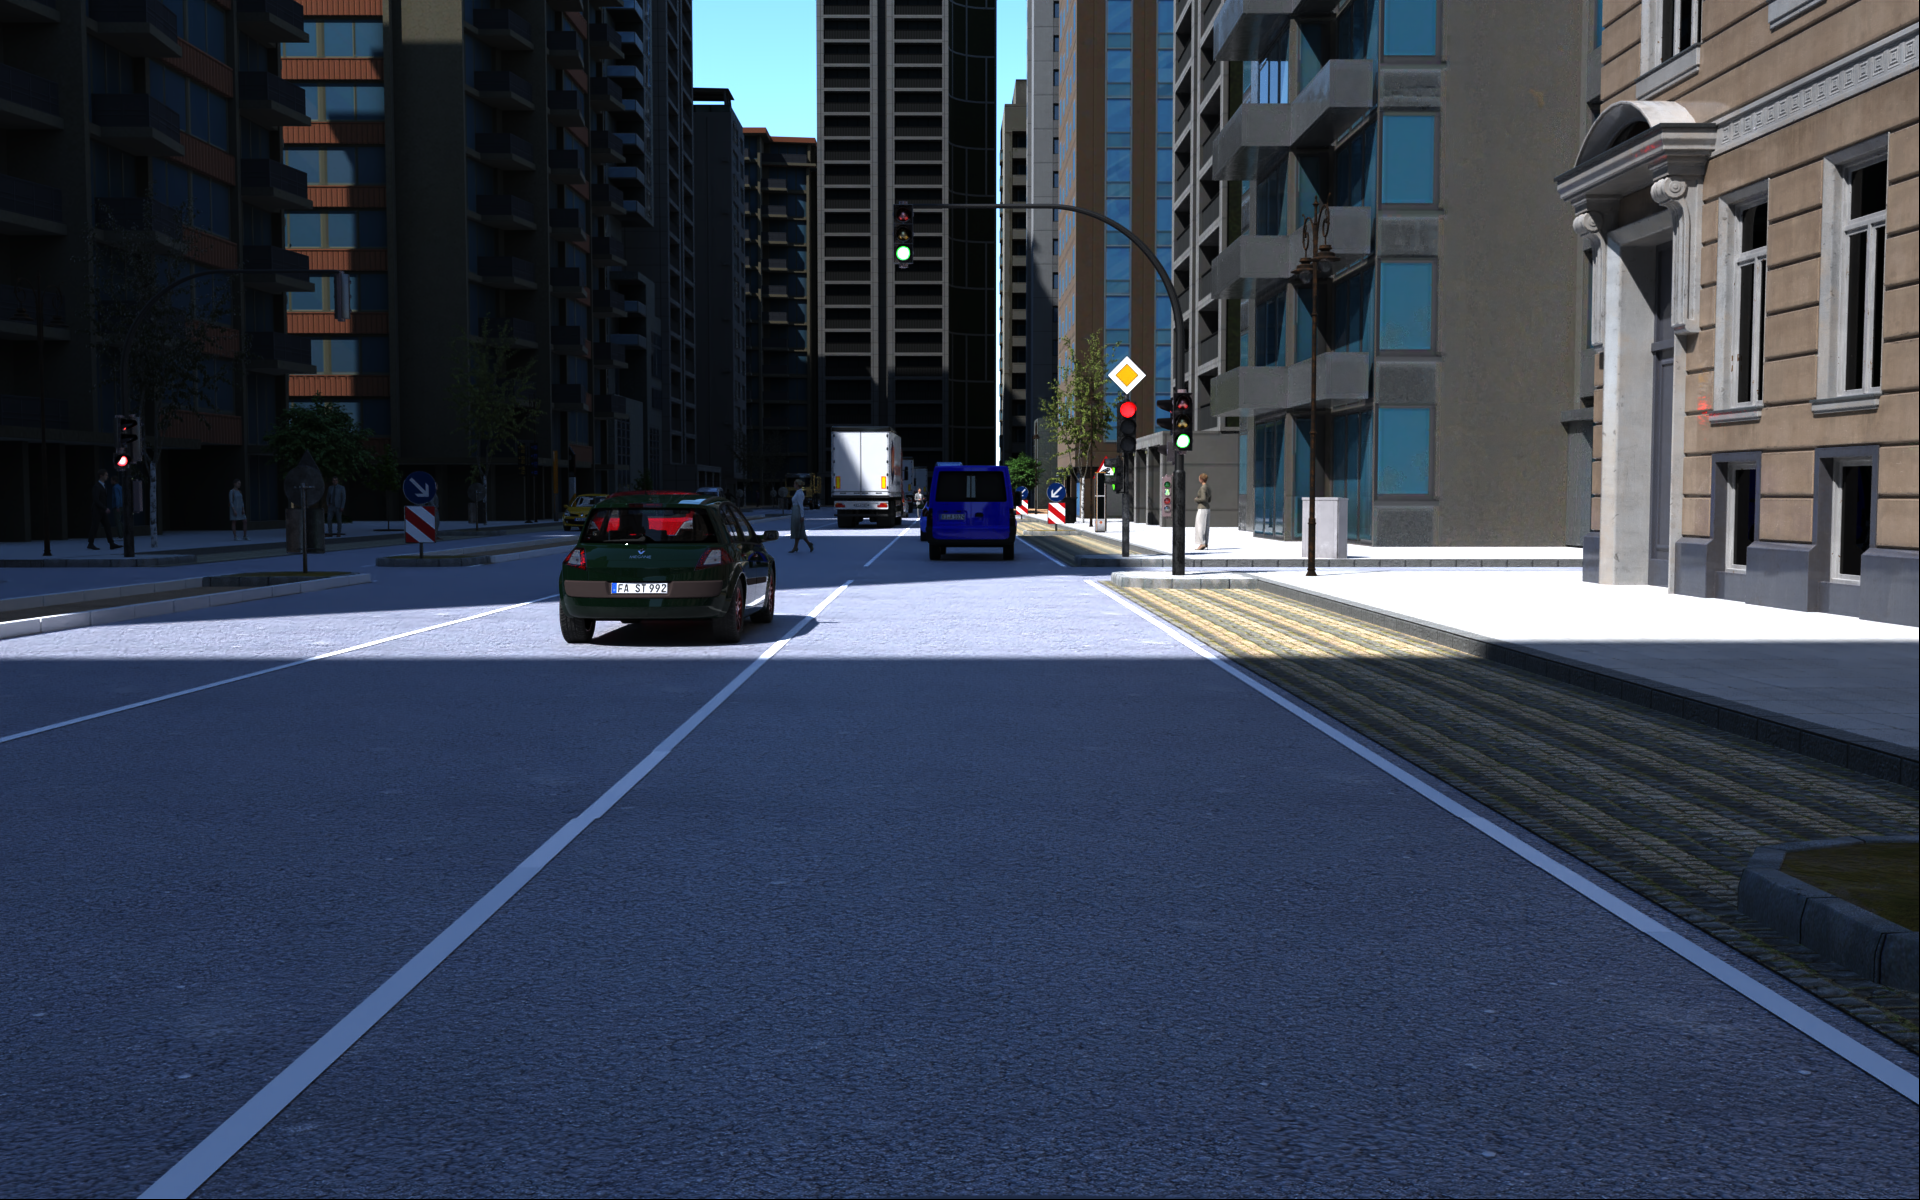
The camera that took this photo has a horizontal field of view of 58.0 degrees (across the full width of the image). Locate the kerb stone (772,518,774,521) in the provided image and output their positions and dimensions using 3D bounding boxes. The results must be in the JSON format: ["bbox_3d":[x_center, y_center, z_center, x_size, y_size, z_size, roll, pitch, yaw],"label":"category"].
[{"bbox_3d":[-10.116,-4.245,91.702,0.120,0.150,1.000,0,4,0],"label":"kerb stone"}]

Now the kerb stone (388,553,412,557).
[{"bbox_3d":[-11.781,-0.866,36.356,0.120,0.150,1.000,0,4,0],"label":"kerb stone"}]

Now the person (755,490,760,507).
[{"bbox_3d":[-20.427,-10.265,174.802,0.541,1.710,0.530,-3,5,-40],"label":"person"}]

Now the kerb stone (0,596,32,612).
[{"bbox_3d":[-11.665,0.050,21.419,0.120,0.150,1.000,0,4,0],"label":"kerb stone"}]

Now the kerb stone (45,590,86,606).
[{"bbox_3d":[-11.668,-0.013,22.444,0.120,0.150,1.000,0,4,0],"label":"kerb stone"}]

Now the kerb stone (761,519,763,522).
[{"bbox_3d":[-10.079,-3.938,86.582,0.120,0.150,1.000,0,4,0],"label":"kerb stone"}]

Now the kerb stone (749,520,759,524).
[{"bbox_3d":[-10.064,-3.813,84.530,0.120,0.150,1.000,0,4,0],"label":"kerb stone"}]

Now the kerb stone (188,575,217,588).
[{"bbox_3d":[-11.704,-0.266,26.544,0.120,0.150,1.000,0,4,0],"label":"kerb stone"}]

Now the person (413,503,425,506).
[{"bbox_3d":[-20.242,-3.588,65.189,0.782,1.767,0.515,-1,4,-9],"label":"person"}]

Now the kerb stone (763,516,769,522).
[{"bbox_3d":[-10.107,-4.126,89.657,0.120,0.150,1.000,0,4,0],"label":"kerb stone"}]

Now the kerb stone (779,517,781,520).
[{"bbox_3d":[-10.154,-4.498,95.805,0.120,0.150,1.000,0,4,0],"label":"kerb stone"}]

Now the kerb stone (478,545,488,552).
[{"bbox_3d":[-11.836,-1.243,42.520,0.120,0.150,1.000,0,4,0],"label":"kerb stone"}]

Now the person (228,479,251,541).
[{"bbox_3d":[-19.905,-2.486,47.691,0.522,1.701,0.512,1,4,18],"label":"person"}]

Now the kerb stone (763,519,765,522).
[{"bbox_3d":[-10.089,-3.997,87.605,0.120,0.150,1.000,0,4,0],"label":"kerb stone"}]

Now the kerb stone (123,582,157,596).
[{"bbox_3d":[-11.688,-0.141,24.494,0.120,0.150,1.000,0,4,0],"label":"kerb stone"}]

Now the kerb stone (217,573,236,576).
[{"bbox_3d":[-11.710,-0.328,27.566,0.120,0.150,1.000,0,4,0],"label":"kerb stone"}]

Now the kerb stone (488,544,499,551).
[{"bbox_3d":[-11.835,-1.306,43.542,0.120,0.150,1.000,0,4,0],"label":"kerb stone"}]

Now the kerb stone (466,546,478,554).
[{"bbox_3d":[-11.814,-1.181,41.497,0.120,0.150,1.000,0,4,0],"label":"kerb stone"}]

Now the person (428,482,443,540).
[{"bbox_3d":[-16.451,-2.786,54.143,0.391,1.810,0.635,-2,4,-31],"label":"person"}]

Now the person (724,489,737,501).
[{"bbox_3d":[-16.872,-7.186,126.009,1.348,1.821,0.705,0,4,-8],"label":"person"}]

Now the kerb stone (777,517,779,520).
[{"bbox_3d":[-10.150,-4.438,94.783,0.120,0.150,1.000,0,4,0],"label":"kerb stone"}]

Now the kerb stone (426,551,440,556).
[{"bbox_3d":[-11.797,-0.991,38.415,0.120,0.150,1.000,0,4,0],"label":"kerb stone"}]

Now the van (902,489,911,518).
[{"bbox_3d":[-4.022,-5.996,105.049,2.013,2.044,4.112,0,4,1],"label":"van"}]

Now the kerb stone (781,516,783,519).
[{"bbox_3d":[-10.157,-4.565,96.827,0.120,0.150,1.000,0,4,0],"label":"kerb stone"}]

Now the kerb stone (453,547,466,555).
[{"bbox_3d":[-11.812,-1.117,40.463,0.120,0.150,1.000,0,4,0],"label":"kerb stone"}]

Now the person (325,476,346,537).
[{"bbox_3d":[-18.678,-2.792,51.788,0.635,1.810,0.391,0,4,1],"label":"person"}]

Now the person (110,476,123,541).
[{"bbox_3d":[-22.931,-2.499,47.252,0.444,1.785,0.601,0,4,2],"label":"person"}]

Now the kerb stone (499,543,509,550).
[{"bbox_3d":[-11.849,-1.368,44.564,0.120,0.150,1.000,0,4,0],"label":"kerb stone"}]

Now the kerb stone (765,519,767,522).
[{"bbox_3d":[-10.097,-4.059,88.629,0.120,0.150,1.000,0,4,0],"label":"kerb stone"}]

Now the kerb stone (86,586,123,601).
[{"bbox_3d":[-11.677,-0.078,23.470,0.120,0.150,1.000,0,4,0],"label":"kerb stone"}]

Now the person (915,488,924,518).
[{"bbox_3d":[-2.334,-5.706,101.992,0.606,1.804,0.583,-2,4,-27],"label":"person"}]

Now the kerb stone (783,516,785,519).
[{"bbox_3d":[-10.161,-4.627,97.849,0.120,0.150,1.000,0,4,0],"label":"kerb stone"}]

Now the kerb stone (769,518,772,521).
[{"bbox_3d":[-10.106,-4.186,90.679,0.120,0.150,1.000,0,4,0],"label":"kerb stone"}]

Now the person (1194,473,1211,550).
[{"bbox_3d":[5.565,-2.033,39.834,0.362,1.759,0.519,2,4,29],"label":"person"}]

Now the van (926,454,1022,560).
[{"bbox_3d":[0.300,-2.139,39.357,2.240,2.365,5.245,0,4,1],"label":"van"}]

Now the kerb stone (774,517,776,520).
[{"bbox_3d":[-10.120,-4.314,92.735,0.120,0.150,1.000,0,4,0],"label":"kerb stone"}]

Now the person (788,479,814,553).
[{"bbox_3d":[-3.877,-2.053,42.290,0.641,1.798,0.478,1,4,11],"label":"person"}]

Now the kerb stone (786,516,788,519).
[{"bbox_3d":[-10.184,-4.753,99.905,0.120,0.150,1.000,0,4,0],"label":"kerb stone"}]

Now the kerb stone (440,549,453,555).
[{"bbox_3d":[-11.804,-1.051,39.437,0.120,0.150,1.000,0,4,0],"label":"kerb stone"}]

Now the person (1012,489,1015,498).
[{"bbox_3d":[4.630,-9.165,156.608,0.721,1.743,1.217,-3,5,-39],"label":"person"}]

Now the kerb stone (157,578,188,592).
[{"bbox_3d":[-11.693,-0.199,25.517,0.120,0.150,1.000,0,4,0],"label":"kerb stone"}]

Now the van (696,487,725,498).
[{"bbox_3d":[-14.670,-5.745,100.946,2.013,2.044,4.112,0,3,0],"label":"van"}]

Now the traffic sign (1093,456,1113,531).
[{"bbox_3d":[4.998,-3.628,59.327,0.884,2.594,0.081,0,4,4],"label":"traffic sign"}]

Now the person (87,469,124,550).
[{"bbox_3d":[-19.734,-2.085,39.911,0.755,1.850,0.659,-1,4,-10],"label":"person"}]

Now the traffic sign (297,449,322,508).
[{"bbox_3d":[-18.883,-3.064,50.104,0.884,2.594,0.081,0,4,2],"label":"traffic sign"}]

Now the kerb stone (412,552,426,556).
[{"bbox_3d":[-11.788,-0.929,37.386,0.120,0.150,1.000,0,4,0],"label":"kerb stone"}]

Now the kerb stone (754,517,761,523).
[{"bbox_3d":[-10.070,-3.875,85.552,0.120,0.150,1.000,0,4,0],"label":"kerb stone"}]

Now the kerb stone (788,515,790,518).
[{"bbox_3d":[-10.187,-4.816,100.936,0.120,0.150,1.000,0,4,0],"label":"kerb stone"}]
